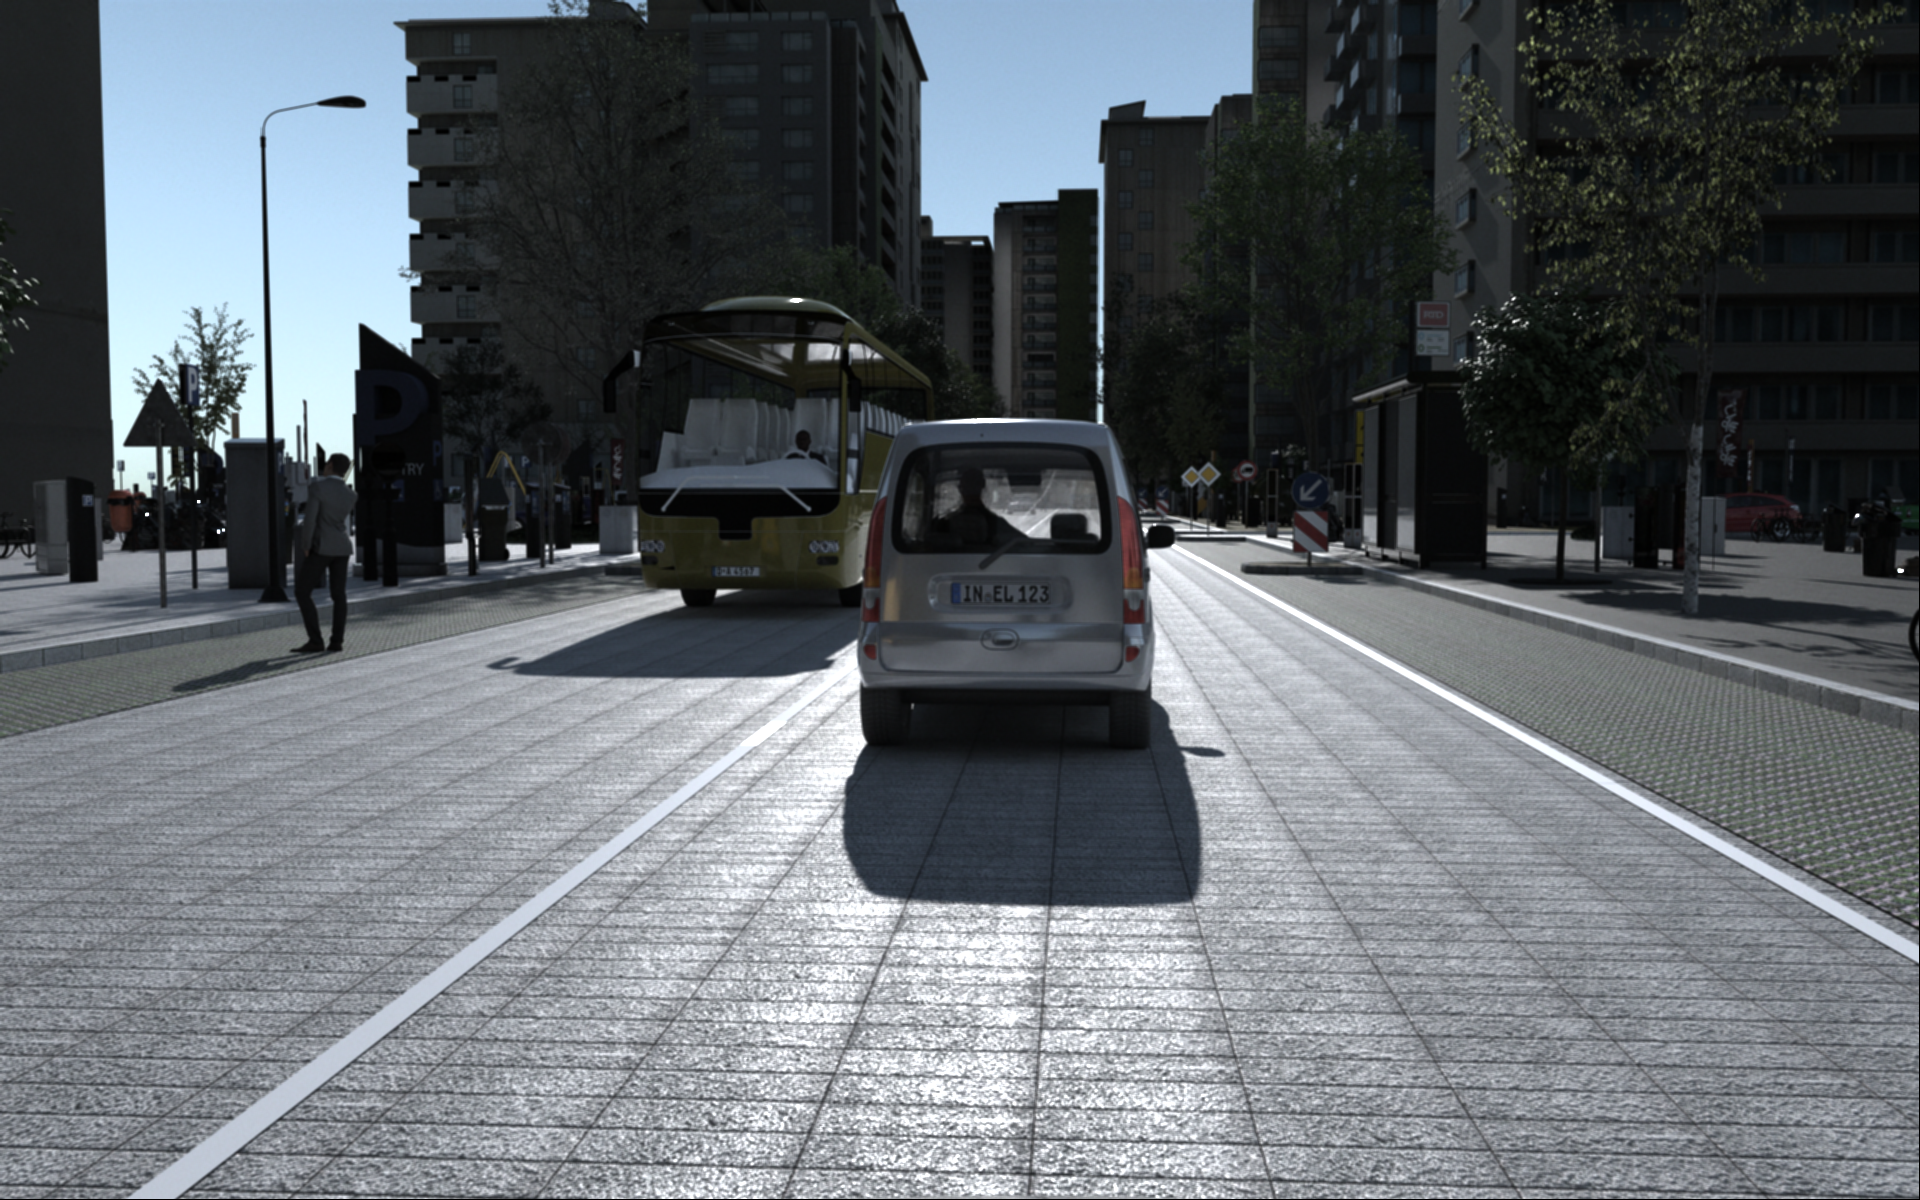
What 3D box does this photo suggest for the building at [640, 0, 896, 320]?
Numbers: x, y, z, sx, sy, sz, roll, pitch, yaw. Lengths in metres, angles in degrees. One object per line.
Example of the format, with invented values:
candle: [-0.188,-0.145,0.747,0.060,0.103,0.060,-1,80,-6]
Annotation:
building: [-17.663,-32.944,162.337,21.300,48.544,21.600,0,4,4]

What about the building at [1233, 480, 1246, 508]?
building: [42.168,-28.705,161.204,32.217,40.220,23.993,0,4,4]

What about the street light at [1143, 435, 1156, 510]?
street light: [14.699,-9.990,135.879,1.470,5.913,1.316,0,4,4]

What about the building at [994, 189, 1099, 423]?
building: [11.641,-33.706,234.682,14.086,41.232,14.154,0,4,4]

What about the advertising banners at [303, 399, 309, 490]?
advertising banners: [-12.388,-2.253,33.029,0.090,3.025,2.074,-1,4,-15]

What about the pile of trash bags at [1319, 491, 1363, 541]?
pile of trash bags: [11.012,-2.404,49.055,1.912,1.369,3.447,1,4,23]

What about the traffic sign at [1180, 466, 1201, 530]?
traffic sign: [8.156,-3.511,61.040,0.795,2.450,0.064,0,4,4]

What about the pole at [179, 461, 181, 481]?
pole: [-48.716,-7.002,108.319,0.158,3.312,0.155,0,3,0]

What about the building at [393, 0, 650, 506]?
building: [-45.850,-36.951,193.391,27.495,52.752,28.713,0,4,4]

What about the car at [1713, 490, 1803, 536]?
car: [25.105,-2.914,56.680,4.494,1.783,2.155,0,4,6]

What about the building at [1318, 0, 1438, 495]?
building: [37.134,-30.509,118.436,23.786,49.044,30.456,0,4,4]

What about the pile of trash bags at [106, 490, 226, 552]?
pile of trash bags: [-18.366,-1.834,39.741,1.912,1.369,3.447,0,4,7]

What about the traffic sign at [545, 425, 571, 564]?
traffic sign: [-7.476,-1.926,31.598,0.768,2.556,0.104,0,4,4]

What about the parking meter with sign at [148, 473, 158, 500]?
parking meter with sign: [-65.307,-8.832,140.671,0.543,3.016,1.738,0,4,-5]

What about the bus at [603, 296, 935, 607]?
bus: [-2.123,-2.065,25.305,2.896,3.916,12.252,0,4,4]

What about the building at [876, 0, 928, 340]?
building: [-18.427,-36.830,191.409,27.495,52.752,28.713,0,4,4]

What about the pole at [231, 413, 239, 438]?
pole: [-18.203,-3.042,43.580,0.158,3.312,0.155,0,3,0]

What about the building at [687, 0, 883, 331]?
building: [-14.168,-28.188,144.470,14.154,41.232,14.086,0,4,4]

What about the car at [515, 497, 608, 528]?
car: [-13.623,-2.812,58.549,3.894,1.354,1.945,0,4,3]

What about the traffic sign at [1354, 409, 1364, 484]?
traffic sign: [10.569,-2.907,41.409,2.265,3.308,0.079,0,4,8]

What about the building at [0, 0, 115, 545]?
building: [-34.994,-25.302,37.387,21.600,48.544,21.300,0,4,4]

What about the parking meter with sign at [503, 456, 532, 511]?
parking meter with sign: [-20.181,-5.101,79.663,0.543,3.016,1.738,2,4,26]

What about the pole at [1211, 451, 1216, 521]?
pole: [11.881,-5.344,81.222,0.158,3.312,0.155,0,3,0]

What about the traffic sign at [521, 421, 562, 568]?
traffic sign: [-7.287,-1.838,30.157,0.768,2.556,0.104,1,4,12]

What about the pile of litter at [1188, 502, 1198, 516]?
pile of litter: [13.422,-5.231,99.488,1.719,0.858,1.176,-2,4,-35]

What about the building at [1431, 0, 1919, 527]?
building: [32.621,-27.685,76.348,21.600,48.544,21.300,0,4,4]

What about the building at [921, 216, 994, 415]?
building: [-6.935,-33.810,244.670,23.993,40.220,32.217,0,4,4]

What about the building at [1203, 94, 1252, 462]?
building: [34.899,-33.311,194.744,14.600,45.320,14.200,0,4,4]

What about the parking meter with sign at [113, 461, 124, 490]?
parking meter with sign: [-44.099,-5.697,89.400,0.543,3.016,1.738,3,4,37]

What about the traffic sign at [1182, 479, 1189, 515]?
traffic sign: [12.702,-5.785,96.717,0.606,2.300,0.079,1,4,14]

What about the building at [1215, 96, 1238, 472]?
building: [33.643,-30.410,180.805,14.154,41.232,14.086,0,4,4]

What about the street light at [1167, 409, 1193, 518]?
street light: [11.963,-7.443,94.240,1.470,5.913,1.316,0,4,4]

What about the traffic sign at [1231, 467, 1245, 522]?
traffic sign: [12.838,-4.870,79.727,0.768,2.556,0.104,0,4,7]

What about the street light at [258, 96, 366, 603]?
street light: [-7.630,-2.928,20.407,1.470,5.913,1.316,0,4,4]

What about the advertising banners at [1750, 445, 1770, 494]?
advertising banners: [28.419,-4.008,61.713,2.074,3.025,0.090,-3,5,-43]

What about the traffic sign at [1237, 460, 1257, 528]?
traffic sign: [10.737,-3.959,64.837,0.768,2.556,0.104,0,4,4]

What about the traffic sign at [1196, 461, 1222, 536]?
traffic sign: [7.608,-3.023,53.074,0.795,2.450,0.064,0,4,4]

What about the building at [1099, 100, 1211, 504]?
building: [33.048,-39.798,239.938,27.495,52.752,28.713,0,4,4]

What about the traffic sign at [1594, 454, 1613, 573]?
traffic sign: [10.427,-1.722,28.267,0.768,2.556,0.104,0,4,7]

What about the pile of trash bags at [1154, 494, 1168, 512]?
pile of trash bags: [15.557,-7.102,125.869,3.447,1.369,1.912,3,5,43]

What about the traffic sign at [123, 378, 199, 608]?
traffic sign: [-8.992,-1.191,19.484,0.884,2.594,0.081,0,4,6]

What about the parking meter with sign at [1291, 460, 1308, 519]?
parking meter with sign: [17.627,-5.720,89.779,0.543,3.016,1.738,-1,4,-13]

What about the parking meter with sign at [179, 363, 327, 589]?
parking meter with sign: [-9.555,-1.666,23.499,1.738,3.016,0.543,0,4,-7]

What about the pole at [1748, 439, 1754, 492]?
pole: [29.335,-4.308,64.283,0.158,3.312,0.155,0,3,0]

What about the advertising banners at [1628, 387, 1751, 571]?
advertising banners: [12.306,-2.027,29.329,0.090,3.025,2.074,-3,4,-36]

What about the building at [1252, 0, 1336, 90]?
building: [30.869,-28.083,142.745,14.154,41.232,14.086,0,4,4]

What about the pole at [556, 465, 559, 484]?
pole: [-26.512,-7.361,114.189,0.158,3.312,0.155,0,3,0]

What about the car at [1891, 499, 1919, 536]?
car: [32.489,-2.868,55.688,4.718,1.807,1.959,0,4,5]
